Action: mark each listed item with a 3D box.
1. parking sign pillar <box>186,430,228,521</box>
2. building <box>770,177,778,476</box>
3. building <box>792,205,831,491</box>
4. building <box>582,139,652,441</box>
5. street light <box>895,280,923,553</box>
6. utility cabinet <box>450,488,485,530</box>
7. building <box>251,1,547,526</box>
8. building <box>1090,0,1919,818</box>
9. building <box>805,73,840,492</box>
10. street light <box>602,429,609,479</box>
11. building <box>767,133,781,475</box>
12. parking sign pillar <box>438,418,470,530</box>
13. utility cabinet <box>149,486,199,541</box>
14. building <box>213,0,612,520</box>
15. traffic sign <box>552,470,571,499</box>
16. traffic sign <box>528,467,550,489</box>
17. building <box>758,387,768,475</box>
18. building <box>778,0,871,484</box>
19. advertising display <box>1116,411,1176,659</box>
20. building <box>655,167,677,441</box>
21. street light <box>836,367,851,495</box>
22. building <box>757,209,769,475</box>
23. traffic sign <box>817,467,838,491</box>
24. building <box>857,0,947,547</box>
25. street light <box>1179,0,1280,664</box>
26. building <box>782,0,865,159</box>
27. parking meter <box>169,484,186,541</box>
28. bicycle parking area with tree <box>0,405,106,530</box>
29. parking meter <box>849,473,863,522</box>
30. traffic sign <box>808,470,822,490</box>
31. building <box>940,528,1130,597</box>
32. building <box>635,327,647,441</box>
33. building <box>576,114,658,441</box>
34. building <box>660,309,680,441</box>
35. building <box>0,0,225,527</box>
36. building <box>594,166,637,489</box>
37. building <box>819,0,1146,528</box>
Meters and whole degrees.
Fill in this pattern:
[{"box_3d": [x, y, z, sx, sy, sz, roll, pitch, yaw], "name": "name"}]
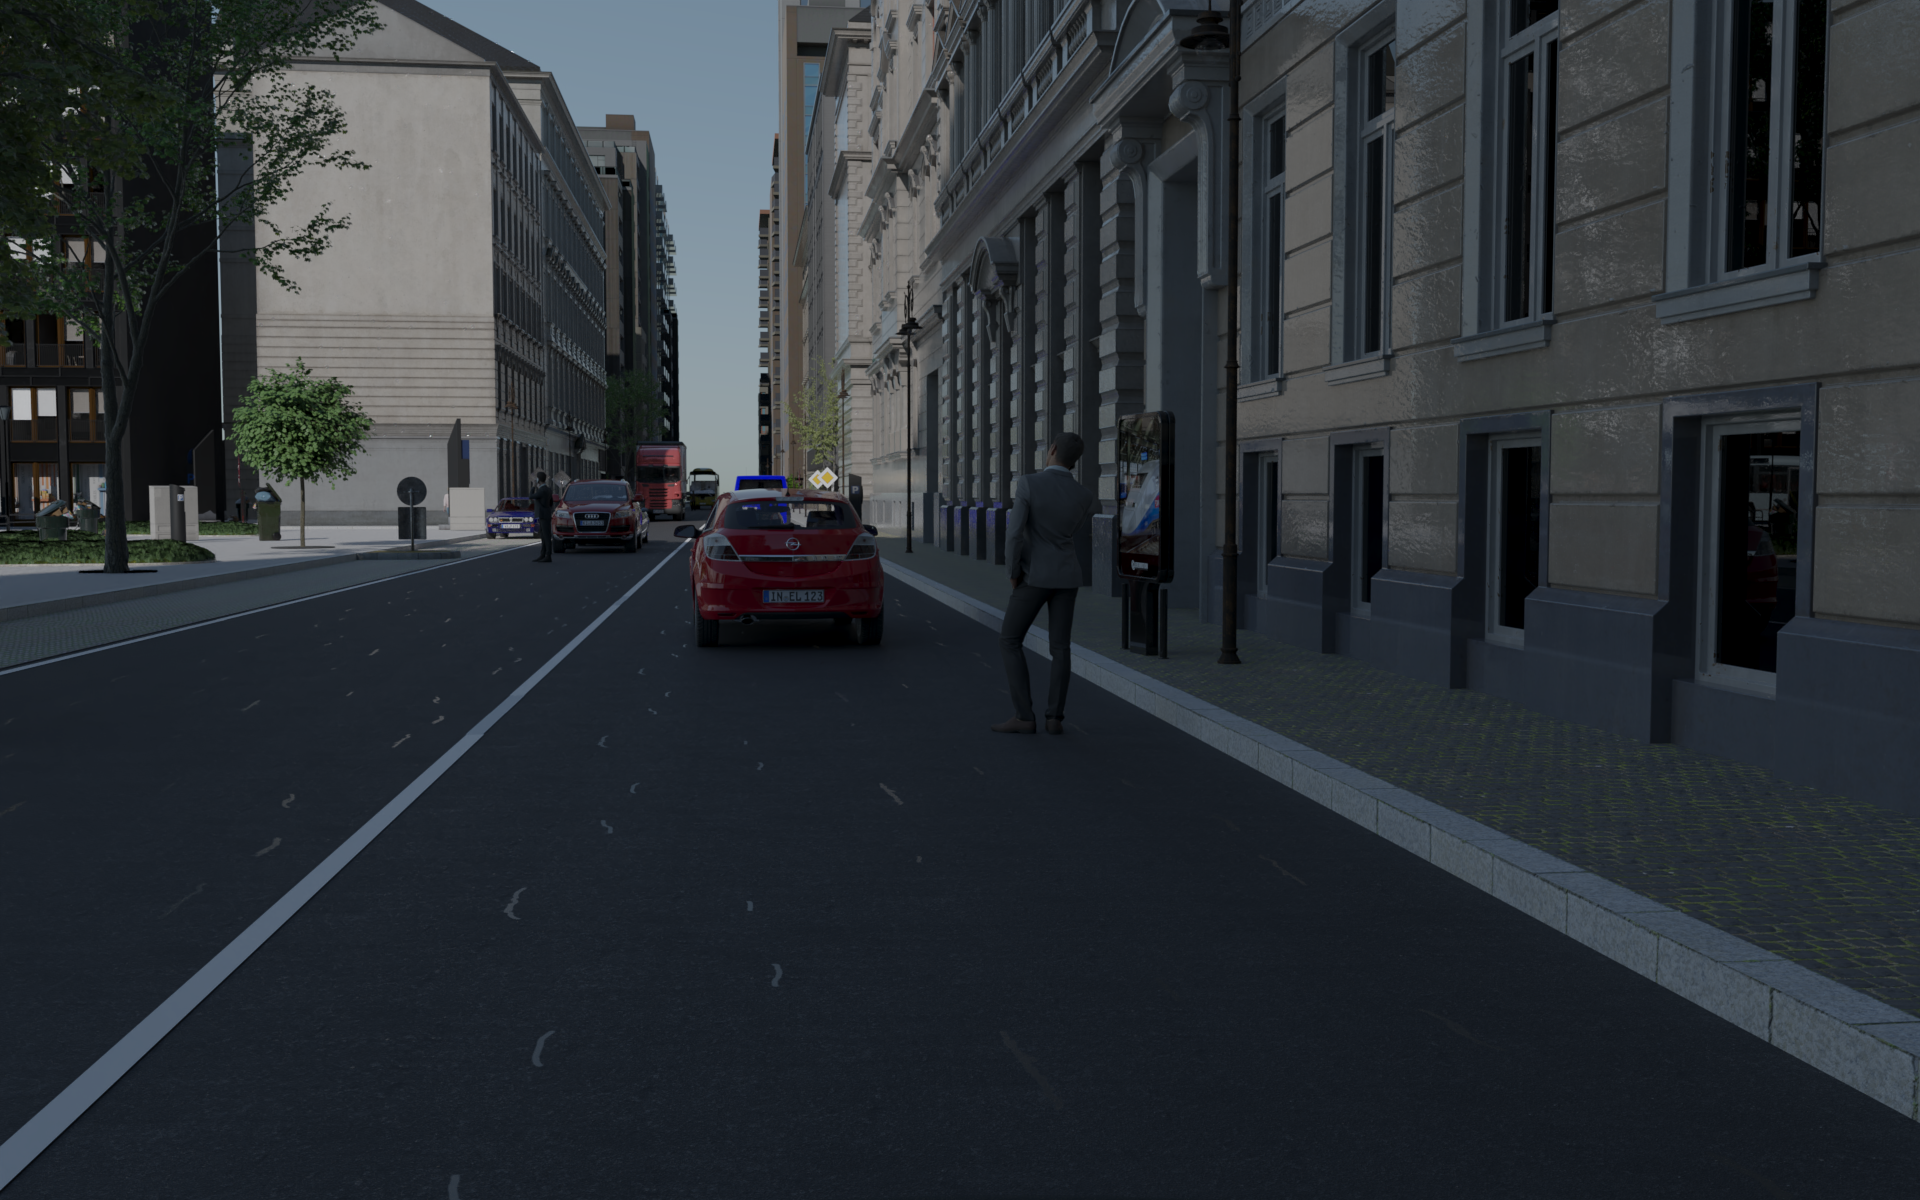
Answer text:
[{"box_3d": [-31.676, -5.125, 72.263, 1.447, 3.967, 1.447, 1, 4, 12], "name": "parking sign pillar"}, {"box_3d": [-19.053, -36.015, 238.948, 14.600, 45.320, 14.200, 0, 4, -7], "name": "building"}, {"box_3d": [-4.276, -18.330, 132.984, 16.112, 22.955, 30.059, 0, 4, -7], "name": "building"}, {"box_3d": [-42.116, -31.214, 193.936, 14.154, 41.232, 14.086, 0, 4, -7], "name": "building"}, {"box_3d": [-1.111, -3.968, 37.669, 0.468, 5.910, 1.993, 0, 4, -7], "name": "street light"}, {"box_3d": [-17.300, -3.190, 60.835, 1.173, 1.500, 0.318, -1, 4, -14], "name": "utility cabinet"}, {"box_3d": [-24.521, -13.999, 78.040, 9.793, 20.994, 18.267, 0, 4, -7], "name": "building"}, {"box_3d": [9.460, -13.754, 10.782, 13.634, 28.700, 20.117, 0, 4, -7], "name": "building"}, {"box_3d": [-1.842, -19.109, 105.941, 14.314, 27.812, 24.014, 0, 4, -7], "name": "building"}, {"box_3d": [-24.758, -9.068, 121.047, 0.468, 5.910, 1.993, 0, 4, -7], "name": "street light"}, {"box_3d": [-11.467, -33.895, 208.809, 22.147, 44.769, 28.867, 0, 4, -7], "name": "building"}, {"box_3d": [-18.045, -4.516, 62.306, 1.447, 3.967, 1.447, -2, 4, -32], "name": "parking sign pillar"}, {"box_3d": [-21.284, -2.339, 46.925, 0.318, 1.500, 1.173, 3, 5, 41], "name": "utility cabinet"}, {"box_3d": [-31.745, -20.295, 108.242, 17.030, 29.872, 44.131, 0, 4, -7], "name": "building"}, {"box_3d": [-16.283, -4.107, 70.785, 0.795, 2.450, 0.064, 0, 4, -7], "name": "traffic sign"}, {"box_3d": [-15.271, -3.622, 62.864, 0.795, 2.450, 0.064, 0, 4, -7], "name": "traffic sign"}, {"box_3d": [-19.992, -27.357, 292.327, 27.650, 21.520, 28.899, 0, 4, -7], "name": "building"}, {"box_3d": [-8.152, -38.974, 179.216, 21.231, 58.520, 28.212, 0, 4, -7], "name": "building"}, {"box_3d": [1.477, -0.528, 13.852, 0.123, 1.923, 0.974, -1, 4, -15], "name": "advertising display"}, {"box_3d": [-52.184, -38.023, 241.285, 23.786, 49.044, 30.456, 0, 4, -7], "name": "building"}, {"box_3d": [-4.253, -5.523, 63.083, 0.468, 5.910, 1.993, 0, 4, -7], "name": "street light"}, {"box_3d": [-19.271, -37.126, 261.637, 22.147, 44.769, 28.867, 0, 4, -7], "name": "building"}, {"box_3d": [-4.908, -3.701, 64.162, 0.795, 2.450, 0.064, 0, 4, -7], "name": "traffic sign"}, {"box_3d": [4.254, -16.220, 52.595, 14.401, 28.519, 23.554, 0, 4, -7], "name": "building"}, {"box_3d": [2.041, -2.457, 12.953, 0.468, 5.910, 1.993, 0, 4, -7], "name": "street light"}, {"box_3d": [-9.003, -31.074, 158.173, 14.600, 45.320, 14.200, 0, 4, -7], "name": "building"}, {"box_3d": [-20.409, -2.250, 45.193, 0.372, 1.533, 0.369, 0, 3, 0], "name": "parking meter"}, {"box_3d": [-33.460, -4.253, 56.545, 8.231, 4.147, 9.016, 1, 4, 19], "name": "bicycle parking area with tree"}, {"box_3d": [-2.905, -2.610, 48.377, 0.399, 1.863, 0.255, 0, 4, -1], "name": "parking meter"}, {"box_3d": [-5.920, -4.186, 72.083, 0.795, 2.450, 0.064, 0, 4, -7], "name": "traffic sign"}, {"box_3d": [5.466, -12.337, 30.588, 11.050, 23.489, 19.941, 0, 4, -7], "name": "building"}, {"box_3d": [-45.919, -20.014, 172.273, 27.650, 21.520, 28.899, 0, 4, -7], "name": "building"}, {"box_3d": [-43.759, -34.122, 208.013, 14.600, 45.320, 14.200, 0, 4, -7], "name": "building"}, {"box_3d": [-50.282, -30.169, 264.956, 14.160, 30.474, 14.107, 0, 4, -7], "name": "building"}, {"box_3d": [-41.034, -14.834, 72.217, 15.834, 23.373, 12.332, 0, 4, -7], "name": "building"}, {"box_3d": [-35.858, -23.231, 151.527, 14.160, 30.474, 14.107, 0, 4, -7], "name": "building"}, {"box_3d": [4.013, -15.183, 77.122, 19.941, 23.489, 11.050, 0, 4, -7], "name": "building"}]
